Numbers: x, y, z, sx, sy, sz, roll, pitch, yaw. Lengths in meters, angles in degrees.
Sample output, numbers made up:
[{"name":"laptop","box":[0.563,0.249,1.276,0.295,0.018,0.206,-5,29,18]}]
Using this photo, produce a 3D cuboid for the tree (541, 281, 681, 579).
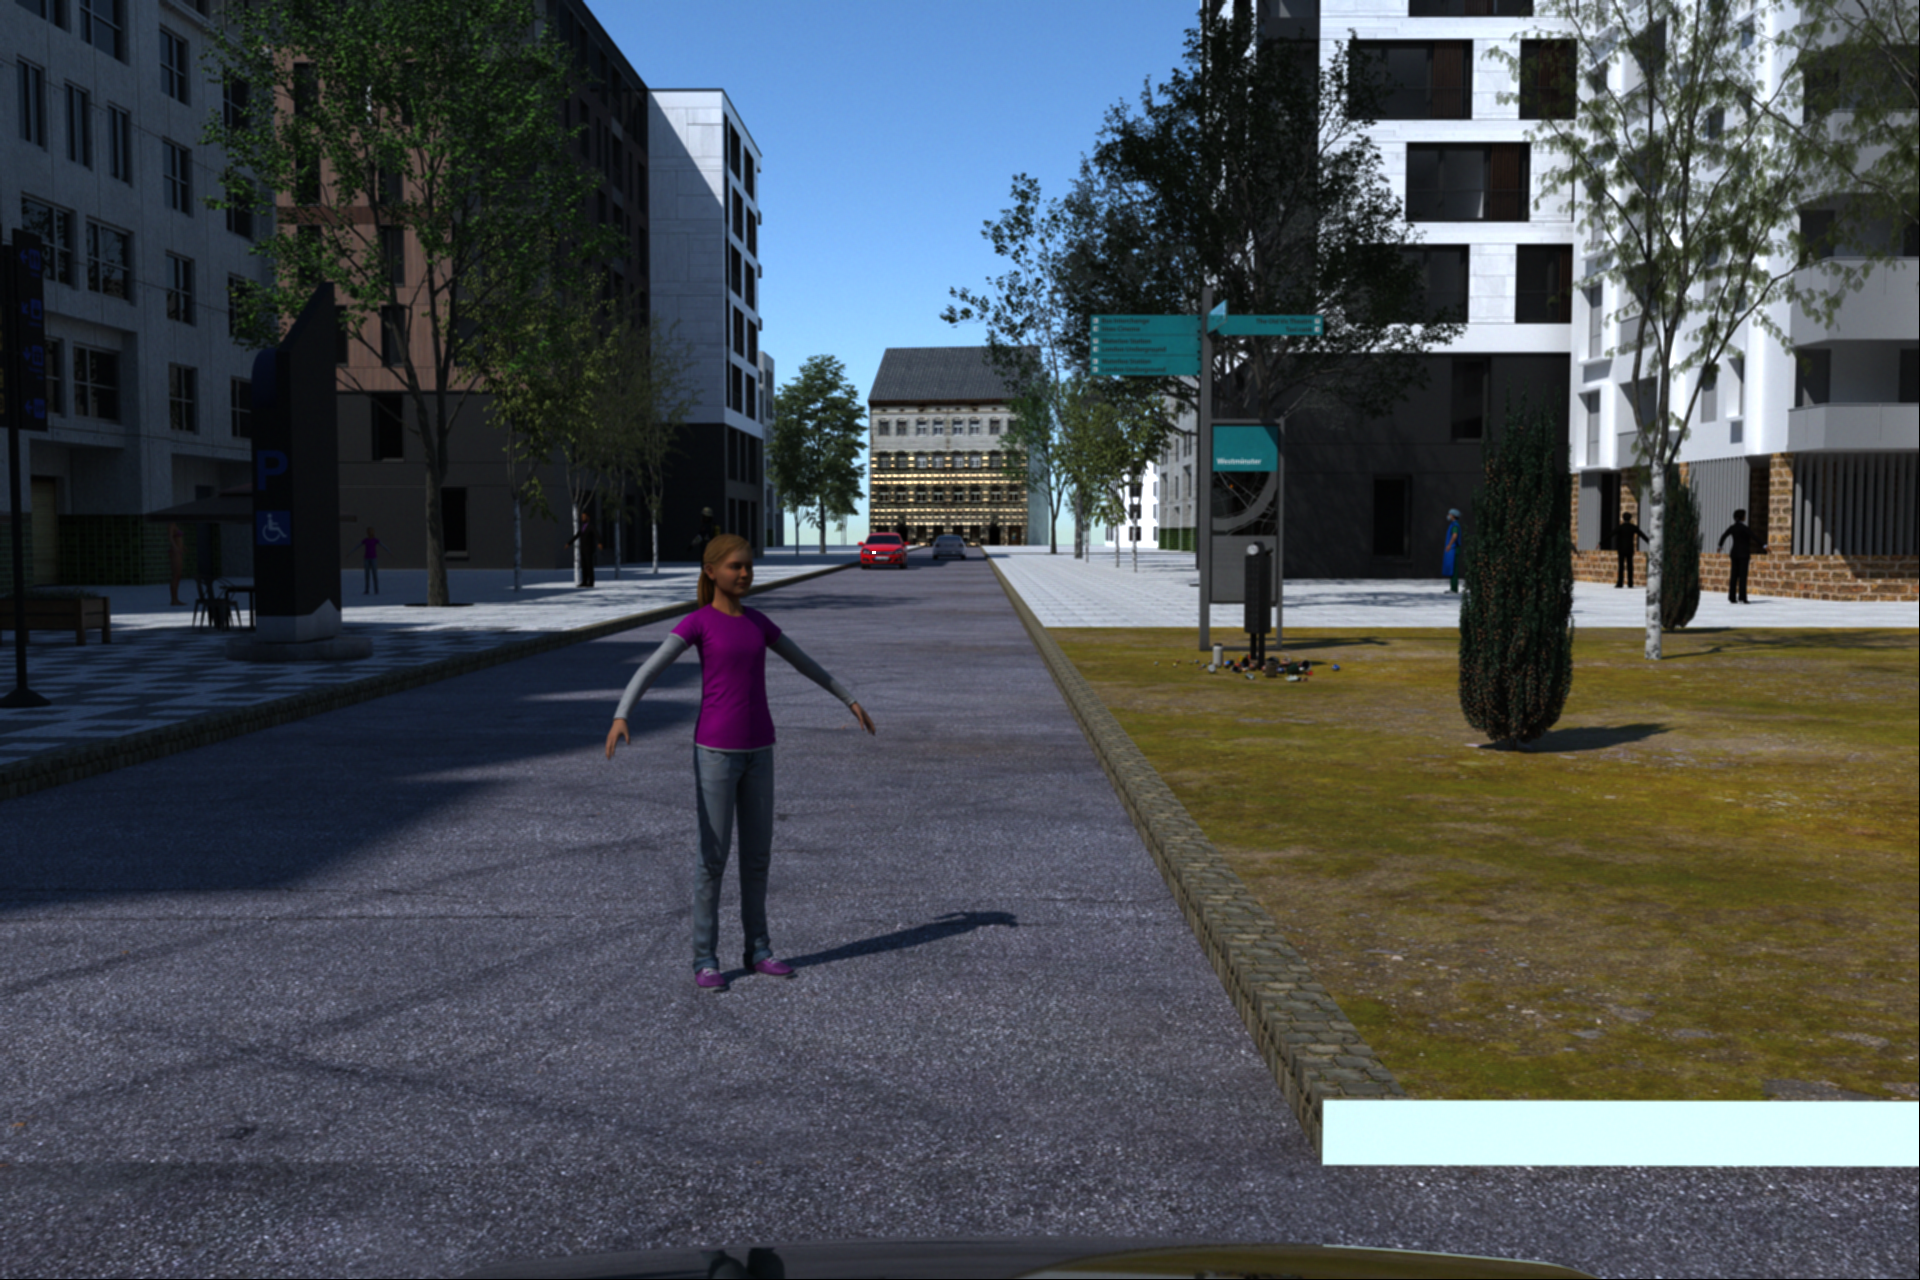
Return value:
[{"name":"tree","box":[-9.629,-6.074,49.679,4.360,8.622,3.978,0,3,0]}]

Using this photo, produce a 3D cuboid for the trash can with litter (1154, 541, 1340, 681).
[{"name":"trash can with litter","box":[2.725,-0.310,16.119,1.678,1.210,2.233,0,4,1]}]

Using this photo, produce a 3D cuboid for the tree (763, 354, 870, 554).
[{"name":"tree","box":[-9.037,-11.712,109.623,7.486,12.596,7.792,0,3,0]}]

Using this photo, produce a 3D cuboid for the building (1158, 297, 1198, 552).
[{"name":"building","box":[24.763,-16.034,128.616,16.747,18.905,31.486,0,4,1]}]

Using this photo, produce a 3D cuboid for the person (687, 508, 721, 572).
[{"name":"person","box":[-5.546,-1.965,37.908,0.705,1.856,1.354,1,4,20]}]

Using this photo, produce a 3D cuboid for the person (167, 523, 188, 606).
[{"name":"person","box":[-14.045,-1.491,31.189,0.721,1.733,1.217,-1,4,-17]}]

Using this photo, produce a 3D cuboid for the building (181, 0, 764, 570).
[{"name":"building","box":[-24.830,-14.304,77.851,27.936,21.610,32.646,0,4,1]}]

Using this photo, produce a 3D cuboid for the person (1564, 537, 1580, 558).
[{"name":"person","box":[9.162,-1.311,27.566,1.348,1.813,0.705,1,4,14]}]

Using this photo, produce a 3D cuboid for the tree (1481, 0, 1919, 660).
[{"name":"tree","box":[6.865,-4.106,17.500,4.360,8.622,3.978,0,3,0]}]

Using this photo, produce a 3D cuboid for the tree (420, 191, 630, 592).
[{"name":"tree","box":[-9.527,-5.363,38.049,4.737,8.622,4.395,0,3,0]}]

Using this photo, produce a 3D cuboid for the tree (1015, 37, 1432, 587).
[{"name":"tree","box":[6.344,-8.059,42.128,12.009,13.543,11.850,0,3,0]}]

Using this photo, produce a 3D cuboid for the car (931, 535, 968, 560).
[{"name":"car","box":[-0.601,-5.232,97.898,2.083,1.381,4.827,0,4,0]}]

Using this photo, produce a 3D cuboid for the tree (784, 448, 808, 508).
[{"name":"tree","box":[-21.865,-17.514,196.716,12.009,13.543,11.850,0,3,0]}]

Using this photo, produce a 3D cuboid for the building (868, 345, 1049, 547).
[{"name":"building","box":[0.284,-22.534,201.823,18.063,23.208,19.493,1,4,10]}]

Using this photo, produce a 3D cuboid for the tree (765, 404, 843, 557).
[{"name":"tree","box":[-9.035,-9.018,97.812,4.737,8.622,4.395,0,3,0]}]

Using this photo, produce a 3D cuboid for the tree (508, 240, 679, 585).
[{"name":"tree","box":[-9.882,-5.726,43.985,4.360,8.622,3.978,0,3,0]}]

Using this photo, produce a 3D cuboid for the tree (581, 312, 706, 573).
[{"name":"tree","box":[-9.780,-6.503,56.682,4.360,8.622,3.978,0,3,0]}]

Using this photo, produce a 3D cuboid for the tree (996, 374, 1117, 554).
[{"name":"tree","box":[6.034,-11.219,109.189,9.928,11.665,9.643,0,3,0]}]

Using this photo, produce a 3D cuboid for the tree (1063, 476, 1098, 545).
[{"name":"tree","box":[14.062,-15.242,199.571,4.737,8.622,4.395,0,3,0]}]

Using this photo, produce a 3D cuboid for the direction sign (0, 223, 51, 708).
[{"name":"direction sign","box":[-6.996,-1.273,12.819,0.379,3.537,0.876,0,4,1]}]

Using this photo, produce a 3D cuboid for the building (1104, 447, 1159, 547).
[{"name":"building","box":[20.100,-14.261,175.307,9.099,9.664,28.070,0,4,1]}]

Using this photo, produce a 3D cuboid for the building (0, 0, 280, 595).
[{"name":"building","box":[-28.656,-10.353,35.732,16.747,18.905,31.486,0,3,0]}]

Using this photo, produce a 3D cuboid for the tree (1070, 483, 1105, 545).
[{"name":"tree","box":[14.364,-14.965,195.043,4.737,8.622,4.395,0,3,0]}]

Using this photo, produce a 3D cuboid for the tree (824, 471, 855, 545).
[{"name":"tree","box":[-13.525,-14.951,194.802,4.737,8.622,4.395,0,3,0]}]

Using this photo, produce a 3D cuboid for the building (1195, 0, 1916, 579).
[{"name":"building","box":[22.556,-13.509,64.846,27.936,21.610,32.646,0,4,0]}]

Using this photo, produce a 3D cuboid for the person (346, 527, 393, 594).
[{"name":"person","box":[-12.567,-1.690,36.897,0.991,1.433,0.599,0,4,-4]}]

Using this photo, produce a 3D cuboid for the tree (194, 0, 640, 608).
[{"name":"tree","box":[-9.330,-6.406,30.500,9.928,11.665,9.643,0,3,0]}]

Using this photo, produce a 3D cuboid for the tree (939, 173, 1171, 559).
[{"name":"tree","box":[5.497,-14.395,91.245,12.611,20.169,13.585,0,3,0]}]

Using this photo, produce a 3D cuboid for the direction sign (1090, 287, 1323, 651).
[{"name":"direction sign","box":[2.685,-1.808,18.328,2.525,3.948,1.411,0,4,-1]}]

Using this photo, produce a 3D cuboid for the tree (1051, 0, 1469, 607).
[{"name":"tree","box":[5.087,-5.860,30.218,7.601,10.594,8.767,0,4,2]}]

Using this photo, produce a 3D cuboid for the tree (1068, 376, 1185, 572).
[{"name":"tree","box":[5.805,-6.590,58.104,4.737,8.622,4.395,0,3,0]}]

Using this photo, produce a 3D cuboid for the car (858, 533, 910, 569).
[{"name":"car","box":[-3.114,-3.815,71.410,2.155,1.783,4.494,0,3,0]}]

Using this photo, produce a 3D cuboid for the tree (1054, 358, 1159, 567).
[{"name":"tree","box":[5.863,-7.119,66.753,4.737,8.622,4.395,0,3,0]}]

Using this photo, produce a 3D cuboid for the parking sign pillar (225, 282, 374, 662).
[{"name":"parking sign pillar","box":[-6.876,-1.803,17.946,1.447,3.967,1.447,0,3,0]}]

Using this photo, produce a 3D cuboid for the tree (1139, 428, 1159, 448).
[{"name":"tree","box":[22.930,-17.581,197.824,12.009,13.543,11.850,0,3,0]}]

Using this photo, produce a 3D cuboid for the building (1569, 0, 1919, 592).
[{"name":"building","box":[21.666,-11.541,45.121,16.016,20.090,11.380,0,3,0]}]

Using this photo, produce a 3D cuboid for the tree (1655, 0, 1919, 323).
[{"name":"tree","box":[7.942,-3.798,12.454,4.360,8.622,3.978,0,3,0]}]

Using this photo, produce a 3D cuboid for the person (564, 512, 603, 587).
[{"name":"person","box":[-9.007,-2.169,41.687,1.346,1.802,0.704,3,4,38]}]

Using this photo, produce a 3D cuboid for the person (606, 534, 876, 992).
[{"name":"person","box":[-0.689,0.380,5.505,0.991,1.433,0.599,-3,5,-40]}]

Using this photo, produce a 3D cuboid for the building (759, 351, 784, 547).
[{"name":"building","box":[-27.329,-18.424,167.689,16.747,18.905,31.486,0,4,1]}]

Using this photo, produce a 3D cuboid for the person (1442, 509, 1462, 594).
[{"name":"person","box":[10.540,-1.895,37.108,0.704,1.817,1.347,1,4,17]}]

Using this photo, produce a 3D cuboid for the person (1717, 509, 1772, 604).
[{"name":"person","box":[14.473,-1.547,32.020,0.721,1.740,1.216,-1,4,-22]}]

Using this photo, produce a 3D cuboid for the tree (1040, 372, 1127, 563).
[{"name":"tree","box":[5.657,-7.767,77.346,4.737,8.622,4.395,0,3,0]}]

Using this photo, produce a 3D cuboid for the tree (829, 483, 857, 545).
[{"name":"tree","box":[-13.177,-15.387,201.939,4.360,8.622,3.978,0,3,0]}]

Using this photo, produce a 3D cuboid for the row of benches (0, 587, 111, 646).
[{"name":"row of benches","box":[-11.898,-0.287,20.152,4.104,0.672,1.422,0,4,2]}]

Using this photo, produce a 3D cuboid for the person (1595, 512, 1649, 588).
[{"name":"person","box":[15.843,-2.143,41.229,1.347,1.806,0.705,0,4,4]}]
